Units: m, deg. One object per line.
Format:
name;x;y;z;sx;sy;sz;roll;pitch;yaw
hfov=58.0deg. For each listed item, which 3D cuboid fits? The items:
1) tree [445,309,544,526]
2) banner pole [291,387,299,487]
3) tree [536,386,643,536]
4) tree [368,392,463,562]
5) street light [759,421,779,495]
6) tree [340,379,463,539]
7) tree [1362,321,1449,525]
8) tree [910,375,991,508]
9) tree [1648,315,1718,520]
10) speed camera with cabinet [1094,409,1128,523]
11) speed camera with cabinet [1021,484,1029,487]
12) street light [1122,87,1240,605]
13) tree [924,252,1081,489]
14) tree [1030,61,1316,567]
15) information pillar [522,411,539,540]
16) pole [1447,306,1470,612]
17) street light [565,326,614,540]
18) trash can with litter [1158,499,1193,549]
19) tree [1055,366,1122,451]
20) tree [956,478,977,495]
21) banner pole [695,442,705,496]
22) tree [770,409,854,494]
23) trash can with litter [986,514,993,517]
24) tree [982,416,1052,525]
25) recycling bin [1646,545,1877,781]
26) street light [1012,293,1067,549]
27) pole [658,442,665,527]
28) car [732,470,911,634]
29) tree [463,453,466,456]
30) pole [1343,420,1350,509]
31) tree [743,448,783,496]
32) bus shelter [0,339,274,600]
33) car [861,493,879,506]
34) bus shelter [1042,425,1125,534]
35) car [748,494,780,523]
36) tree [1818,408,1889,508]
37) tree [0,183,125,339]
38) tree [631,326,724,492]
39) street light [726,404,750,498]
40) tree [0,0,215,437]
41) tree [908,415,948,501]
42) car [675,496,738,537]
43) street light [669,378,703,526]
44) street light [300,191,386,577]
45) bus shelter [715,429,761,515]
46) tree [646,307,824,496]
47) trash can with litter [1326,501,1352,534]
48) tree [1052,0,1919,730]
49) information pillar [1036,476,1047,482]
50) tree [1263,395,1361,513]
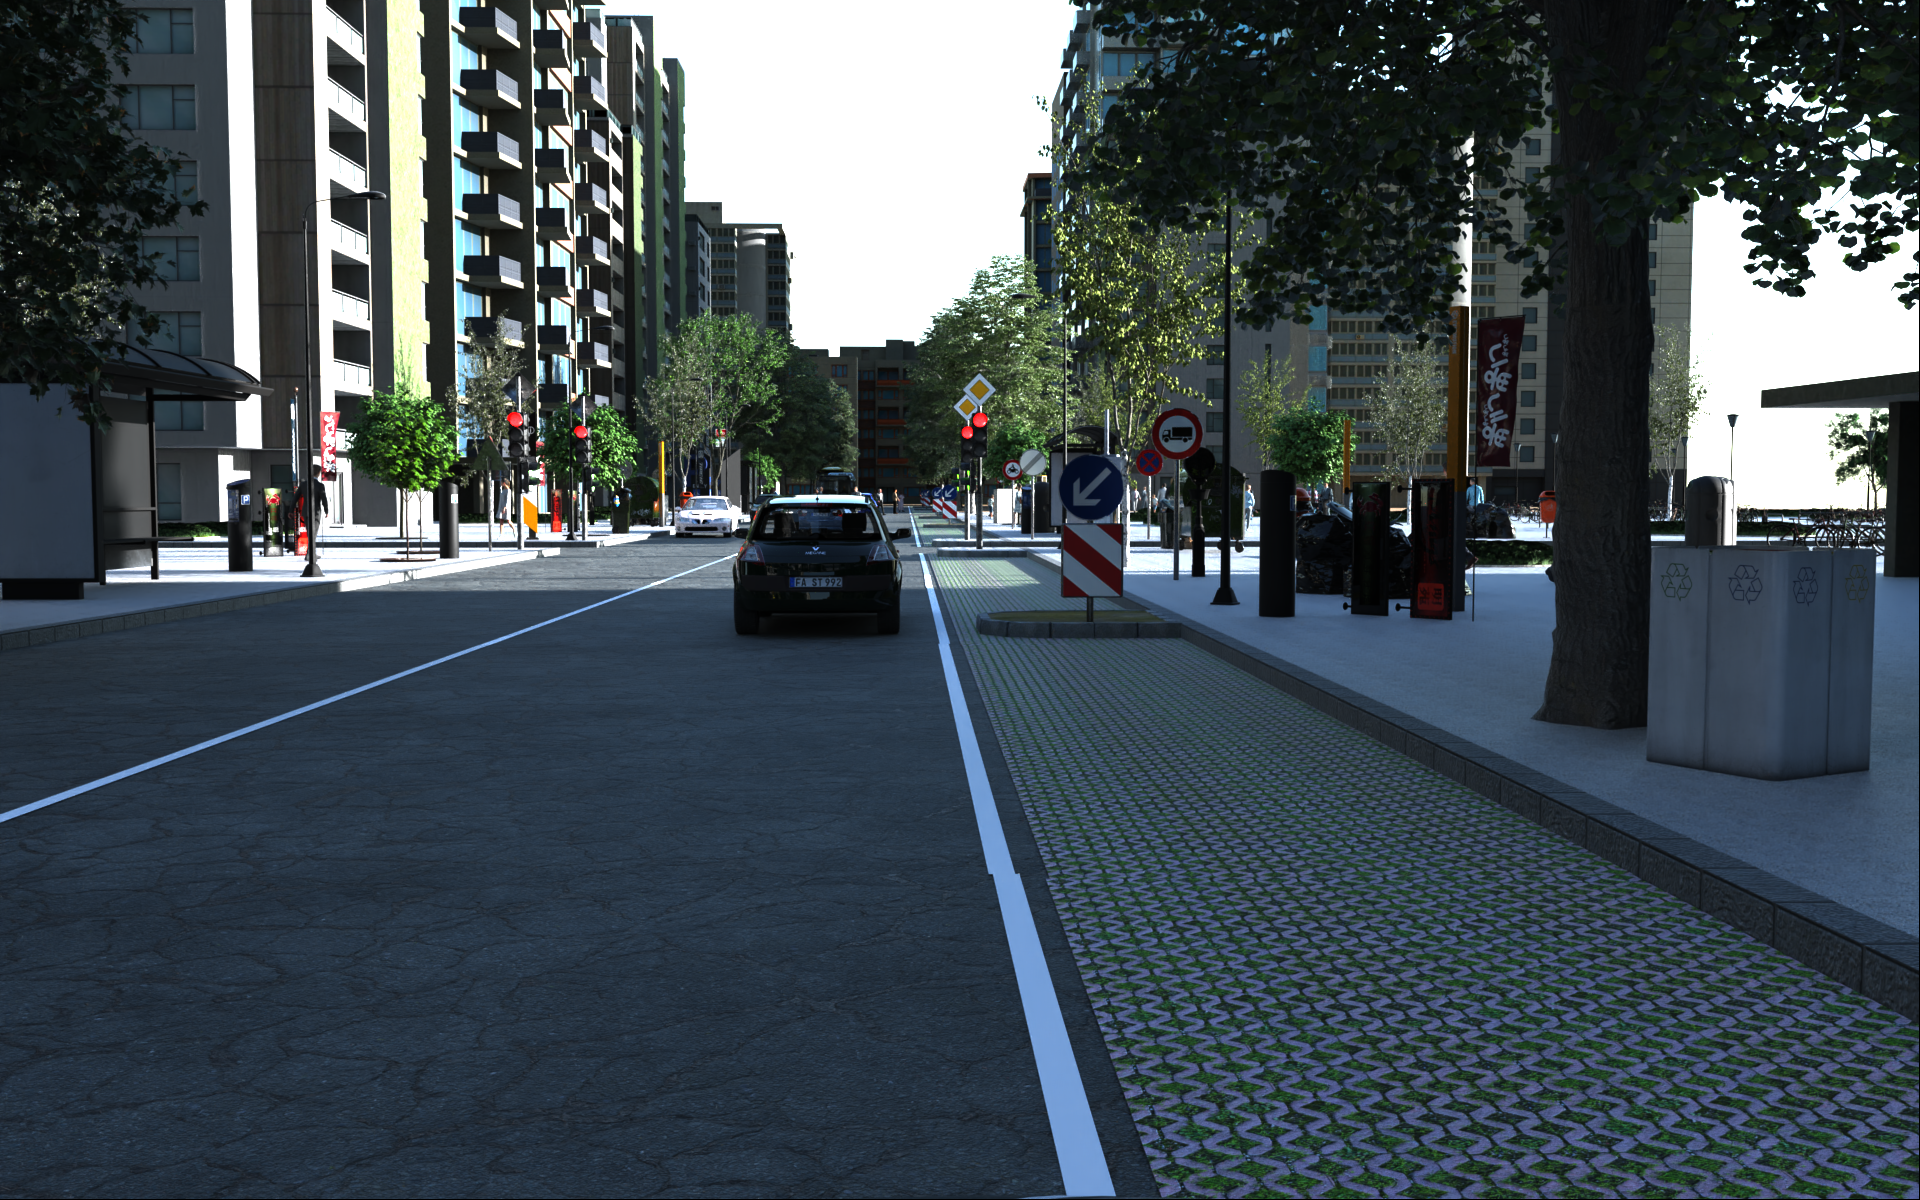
tree;-18.814;-7.282;69.428;4.360;8.622;3.978;0;3;0
banner pole;-15.473;-3.076;40.315;0.401;3.779;0.863;-1;4;-11
tree;-11.401;-4.236;52.966;4.285;4.588;4.351;0;3;0
tree;-10.437;-2.353;33.078;1.663;3.219;1.824;0;3;0
street light;-12.179;-8.403;109.929;1.470;5.913;1.316;0;4;-2
tree;-15.962;-4.021;49.451;4.285;4.588;4.351;0;3;0
tree;18.871;-7.479;72.648;4.360;8.622;3.978;0;3;0
tree;-0.084;-15.018;162.557;9.611;12.733;9.660;0;3;0
tree;29.474;-7.441;72.020;4.360;8.622;3.978;0;3;0
speed camera with cabinet;3.418;-2.784;39.861;0.660;3.252;2.038;1;4;16
speed camera with cabinet;4.051;-6.496;100.539;0.660;3.252;2.038;1;4;17
street light;2.545;-2.901;19.970;1.470;5.913;1.316;0;4;-2
tree;1.991;-10.026;82.046;7.486;12.596;7.792;0;3;0
tree;3.015;-4.867;29.943;4.737;8.622;4.395;0;3;0
information pillar;-12.101;-3.499;48.569;0.504;3.616;0.183;-1;4;-16
pole;5.424;-1.533;18.905;0.158;3.312;0.155;0;3;0
street light;-10.238;-4.611;47.934;1.470;5.913;1.316;0;4;-2
trash can with litter;5.164;-1.783;40.540;1.055;1.170;0.624;2;4;32
tree;7.310;-9.097;99.097;4.360;8.622;3.978;0;3;0
tree;0.285;-7.729;120.978;1.663;3.219;1.824;0;3;0
banner pole;-12.440;-5.662;82.588;0.863;3.779;0.401;3;5;44
tree;-15.051;-14.635;173.700;8.767;10.594;7.601;-1;4;-13
trash can with litter;2.131;-5.354;98.597;1.678;1.210;2.233;-2;4;-31
tree;2.507;-5.441;72.669;4.285;4.588;4.351;0;3;0
recycling bin;3.770;0.268;8.172;0.722;1.027;0.722;-2;4;-29
street light;1.895;-4.141;40.242;1.470;5.913;1.316;0;4;-2
pole;-11.631;-4.504;67.489;0.158;3.312;0.155;0;3;0
car;-1.530;-0.572;19.144;2.009;1.686;4.222;0;4;-3
tree;-11.701;-2.615;37.354;1.663;3.219;1.824;0;3;0
pole;10.653;-3.298;47.766;0.158;3.312;0.155;0;3;0
tree;-14.252;-8.477;122.316;4.285;4.588;4.351;0;3;0
bus shelter;-11.309;-1.809;23.497;2.014;3.302;5.546;0;4;-2
car;-6.193;-6.186;110.727;1.945;1.707;3.694;0;4;-1
bus shelter;3.741;-3.646;53.537;2.014;3.302;5.546;0;4;-2
car;-9.367;-4.618;85.290;2.009;1.686;4.222;0;4;-2
tree;56.176;-8.432;100.764;11.467;7.101;20.602;0;4;1
tree;-17.489;-5.027;32.556;4.360;8.622;3.978;0;3;0
tree;-12.210;-7.685;76.015;4.360;8.622;3.978;0;3;0
street light;-11.535;-7.163;89.658;1.470;5.913;1.316;0;4;-2
tree;-9.977;-5.862;12.849;9.611;12.733;9.660;0;3;0
tree;-1.418;-15.067;172.108;9.928;11.665;9.643;0;3;0
car;-8.556;-2.836;58.737;2.083;1.381;4.827;0;4;-3
street light;-10.959;-5.923;69.384;1.470;5.913;1.316;0;4;-2
street light;-9.504;-3.313;26.706;1.470;5.913;1.316;0;4;-2
bus shelter;-13.986;-8.029;108.902;2.179;5.291;8.768;0;4;-2
tree;-13.323;-10.351;95.000;9.928;11.665;9.643;0;3;0
trash can with litter;6.142;-0.938;26.731;1.055;1.170;0.624;3;4;36
tree;3.721;-6.279;9.312;9.857;13.997;8.962;0;3;0
information pillar;3.240;-3.942;68.949;0.304;2.012;0.304;3;5;40
tree;11.691;-4.528;57.743;4.285;4.588;4.351;0;3;0
